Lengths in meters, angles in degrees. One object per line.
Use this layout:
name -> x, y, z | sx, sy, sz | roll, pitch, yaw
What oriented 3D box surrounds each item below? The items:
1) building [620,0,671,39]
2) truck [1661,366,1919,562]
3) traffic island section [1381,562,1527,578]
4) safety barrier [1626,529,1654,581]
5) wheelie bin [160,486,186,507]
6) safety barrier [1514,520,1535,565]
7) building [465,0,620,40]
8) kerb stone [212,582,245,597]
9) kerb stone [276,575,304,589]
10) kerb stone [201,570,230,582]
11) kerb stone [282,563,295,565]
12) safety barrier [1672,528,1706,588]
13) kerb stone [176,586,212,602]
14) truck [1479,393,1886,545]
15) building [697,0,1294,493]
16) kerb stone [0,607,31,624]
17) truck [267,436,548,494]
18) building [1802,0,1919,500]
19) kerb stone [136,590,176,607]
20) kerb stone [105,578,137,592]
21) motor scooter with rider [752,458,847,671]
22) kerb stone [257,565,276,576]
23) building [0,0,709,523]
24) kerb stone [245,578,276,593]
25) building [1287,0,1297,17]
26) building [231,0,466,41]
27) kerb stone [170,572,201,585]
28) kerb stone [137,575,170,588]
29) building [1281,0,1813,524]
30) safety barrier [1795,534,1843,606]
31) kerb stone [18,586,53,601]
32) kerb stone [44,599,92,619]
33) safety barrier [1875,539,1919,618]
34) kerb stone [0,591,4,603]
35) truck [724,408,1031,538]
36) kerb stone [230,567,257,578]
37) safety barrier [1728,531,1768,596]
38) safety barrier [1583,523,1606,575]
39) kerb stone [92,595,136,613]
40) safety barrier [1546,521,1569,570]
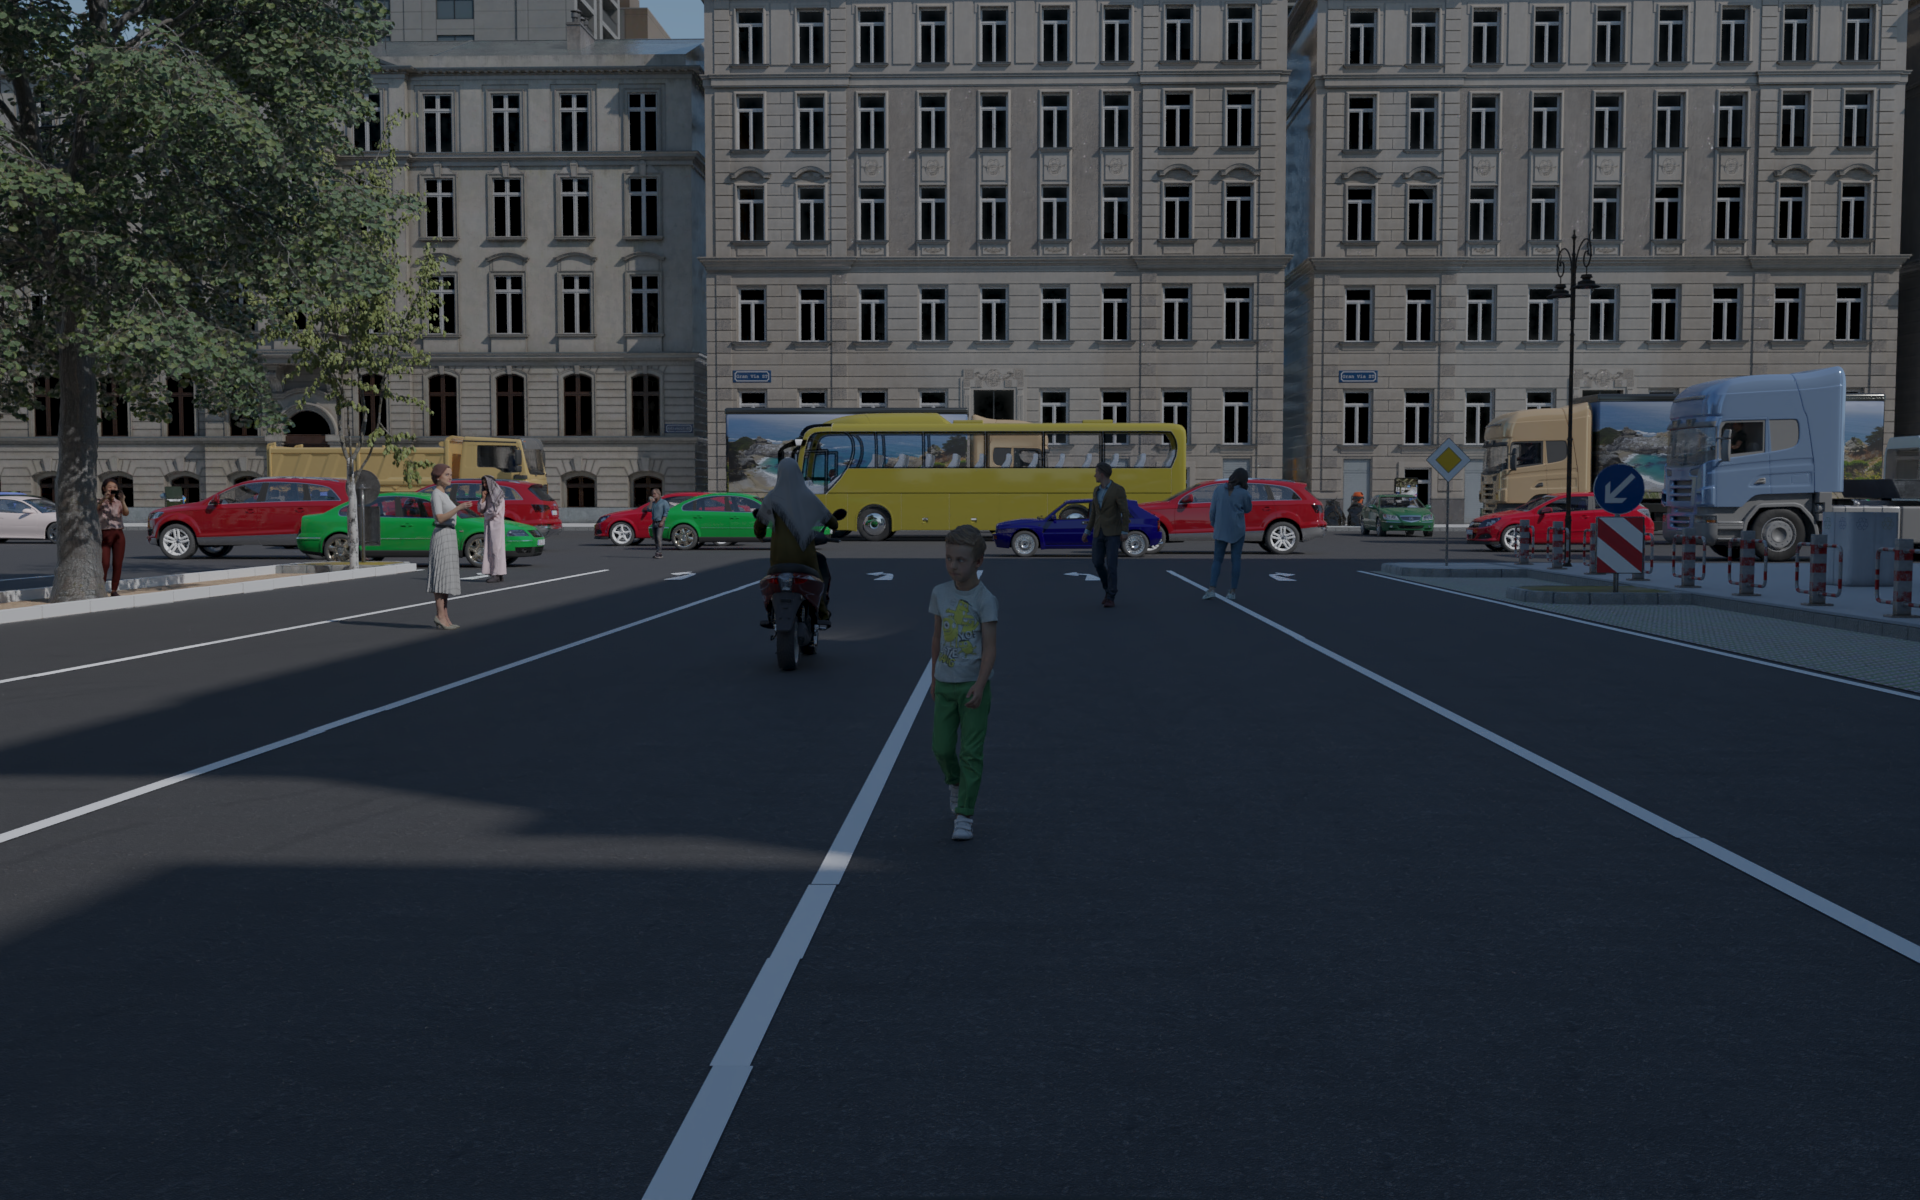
building -> -33.684, -31.087, 158.377 | 14.600, 45.320, 14.200 | 0, 4, 2
truck -> 24.284, -2.911, 37.346 | 18.799, 4.110, 2.967 | 0, 4, 1
traffic island section -> 8.718, -0.532, 30.972 | 2.009, 0.180, 2.903 | 0, 4, 2
safety barrier -> 10.053, -0.696, 25.653 | 0.300, 0.817, 1.120 | 0, 4, 2
wheelie bin -> -32.750, -3.922, 72.035 | 0.980, 1.594, 0.693 | -2, 4, -33
safety barrier -> 10.245, -1.050, 31.446 | 0.300, 0.817, 1.120 | 0, 4, 2
building -> -36.491, -42.939, 140.299 | 20.563, 71.187, 20.611 | 0, 4, 2
kerb stone -> -10.426, -0.136, 24.480 | 0.120, 0.150, 1.000 | 0, 4, 2
kerb stone -> -10.357, -0.265, 26.535 | 0.120, 0.150, 1.000 | 0, 4, 2
kerb stone -> -12.382, -0.392, 28.610 | 0.120, 0.150, 1.000 | 0, 4, 2
kerb stone -> -12.288, -0.581, 31.693 | 0.120, 0.150, 1.000 | 0, 4, 2
safety barrier -> 9.987, -0.579, 23.738 | 0.300, 0.817, 1.120 | 0, 4, 2
kerb stone -> -10.459, -0.076, 23.453 | 0.120, 0.150, 1.000 | 0, 4, 2
truck -> 20.138, -3.713, 49.613 | 11.283, 4.237, 2.839 | 0, 4, 2
building -> 1.598, -17.148, 77.633 | 25.104, 27.353, 12.463 | 0, 4, 2
kerb stone -> -10.597, 0.180, 19.340 | 0.120, 0.150, 1.000 | 0, 4, 2
truck -> -18.182, -3.845, 58.787 | 9.791, 3.379, 3.469 | 0, 4, 1
building -> 52.813, -17.046, 75.967 | 25.104, 27.353, 12.463 | 0, 4, 2
kerb stone -> -10.490, -0.010, 22.425 | 0.120, 0.150, 1.000 | 0, 4, 2
kerb stone -> -12.489, -0.203, 25.528 | 0.120, 0.150, 1.000 | 0, 4, 2
motor scooter with rider -> -1.348, -0.351, 14.706 | 0.876, 1.779, 1.986 | 0, 4, 1
kerb stone -> -12.316, -0.516, 30.665 | 0.120, 0.150, 1.000 | 0, 4, 2
building -> -28.241, -15.985, 80.436 | 34.723, 24.649, 14.460 | 0, 4, 2
kerb stone -> -10.384, -0.203, 25.507 | 0.120, 0.150, 1.000 | 0, 4, 2
building -> 49.566, -48.951, 238.606 | 20.611, 71.187, 20.563 | 0, 4, 2
building -> -64.389, -45.229, 177.748 | 20.611, 71.187, 20.563 | 0, 4, 2
kerb stone -> -12.423, -0.329, 27.583 | 0.120, 0.150, 1.000 | 0, 4, 2
kerb stone -> -12.454, -0.267, 26.555 | 0.120, 0.150, 1.000 | 0, 4, 2
building -> 27.114, -17.150, 77.663 | 25.104, 27.353, 12.463 | 0, 4, 2
safety barrier -> 9.861, -0.344, 19.900 | 0.300, 0.817, 1.120 | 0, 4, 2
kerb stone -> -12.560, -0.077, 23.461 | 0.120, 0.150, 1.000 | 0, 4, 2
kerb stone -> -10.563, 0.112, 20.367 | 0.120, 0.150, 1.000 | 0, 4, 2
safety barrier -> 9.791, -0.227, 17.981 | 0.300, 0.817, 1.120 | 0, 4, 2
kerb stone -> -12.586, -0.015, 22.434 | 0.120, 0.150, 1.000 | 0, 4, 2
truck -> -1.990, -4.184, 57.323 | 11.283, 4.237, 2.839 | 0, 4, 0
kerb stone -> -12.350, -0.452, 29.637 | 0.120, 0.150, 1.000 | 0, 4, 2
safety barrier -> 9.920, -0.462, 21.822 | 0.300, 0.817, 1.120 | 0, 4, 2
safety barrier -> 10.119, -0.814, 27.578 | 0.300, 0.817, 1.120 | 0, 4, 2
kerb stone -> -10.526, 0.049, 21.394 | 0.120, 0.150, 1.000 | 0, 4, 2
safety barrier -> 10.180, -0.931, 29.504 | 0.300, 0.817, 1.120 | 0, 4, 2
